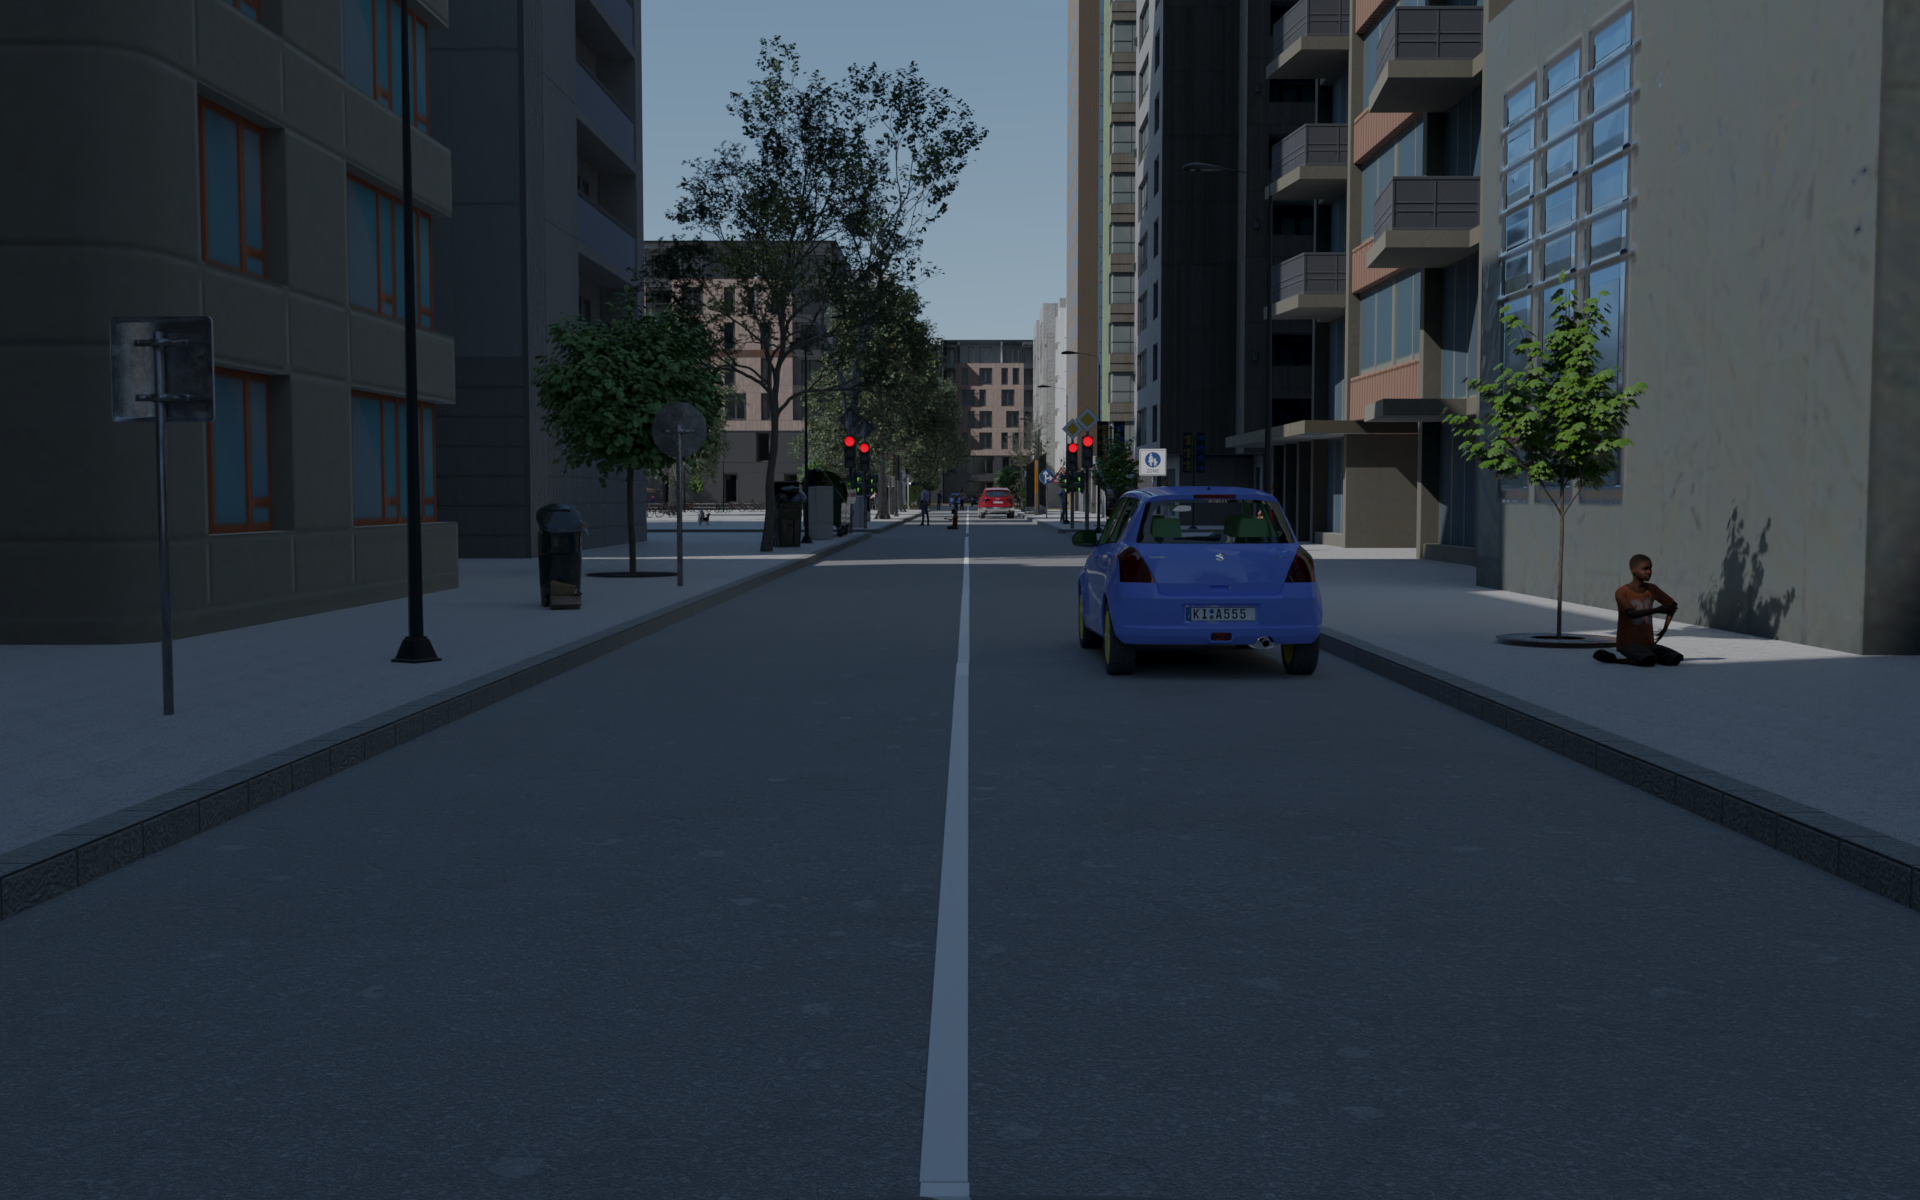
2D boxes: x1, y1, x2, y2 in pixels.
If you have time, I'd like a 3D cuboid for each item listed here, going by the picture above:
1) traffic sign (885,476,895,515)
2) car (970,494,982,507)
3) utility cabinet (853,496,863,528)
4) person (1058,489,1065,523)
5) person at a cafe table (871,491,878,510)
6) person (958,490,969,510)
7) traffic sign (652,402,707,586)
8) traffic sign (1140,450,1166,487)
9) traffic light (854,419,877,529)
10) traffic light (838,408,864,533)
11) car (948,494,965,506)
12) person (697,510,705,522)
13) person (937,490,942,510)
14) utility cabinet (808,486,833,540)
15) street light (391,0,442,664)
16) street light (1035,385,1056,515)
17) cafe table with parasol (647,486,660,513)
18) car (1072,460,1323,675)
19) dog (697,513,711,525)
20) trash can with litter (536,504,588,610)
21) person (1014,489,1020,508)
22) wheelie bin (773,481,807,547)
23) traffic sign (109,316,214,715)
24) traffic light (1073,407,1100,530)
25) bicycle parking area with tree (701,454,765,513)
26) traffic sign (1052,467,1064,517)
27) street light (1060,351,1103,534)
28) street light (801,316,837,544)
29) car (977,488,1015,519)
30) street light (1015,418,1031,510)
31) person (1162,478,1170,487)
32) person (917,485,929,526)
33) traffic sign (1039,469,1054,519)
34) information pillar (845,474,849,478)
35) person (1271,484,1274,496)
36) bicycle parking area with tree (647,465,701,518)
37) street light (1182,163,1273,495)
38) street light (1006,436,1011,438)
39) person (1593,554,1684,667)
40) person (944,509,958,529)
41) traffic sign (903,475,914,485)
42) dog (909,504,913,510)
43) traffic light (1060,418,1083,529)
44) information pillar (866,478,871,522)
[{"bbox_3d":[-4.004,-5.881,98.284,0.606,2.300,0.079,0,4,7],"label":"traffic sign"},{"bbox_3d":[2.121,-11.614,199.682,2.009,1.686,4.222,0,3,0],"label":"car"},{"bbox_3d":[-4.203,-3.393,66.639,1.020,1.237,0.306,2,4,30],"label":"utility cabinet"},{"bbox_3d":[4.573,-4.258,76.387,0.376,1.734,0.841,2,4,24],"label":"person"},{"bbox_3d":[-6.815,-7.798,136.016,1.698,1.524,1.622,-2,4,-35],"label":"person at a cafe table"},{"bbox_3d":[0.192,-8.778,152.023,1.348,1.823,0.705,2,4,33],"label":"person"},{"bbox_3d":[-3.897,-1.464,24.041,0.768,2.556,0.104,0,4,3],"label":"traffic sign"},{"bbox_3d":[4.377,-2.277,39.355,0.606,2.300,0.079,0,4,8],"label":"traffic sign"},{"bbox_3d":[-3.509,-4.609,64.279,0.839,4.253,0.868,0,4,0],"label":"traffic light"},{"bbox_3d":[-3.548,-4.121,56.294,0.839,4.253,0.868,0,4,0],"label":"traffic light"},{"bbox_3d":[-0.427,-11.883,203.873,1.945,1.707,3.694,0,4,-2],"label":"car"},{"bbox_3d":[-11.849,-3.849,79.444,0.357,0.543,0.381,-3,4,-39],"label":"person"},{"bbox_3d":[-1.778,-8.833,153.368,0.683,1.767,0.568,3,5,39],"label":"person"},{"bbox_3d":[-3.940,-2.445,48.659,0.318,1.500,1.173,1,4,19],"label":"utility cabinet"},{"bbox_3d":[-3.626,-2.480,13.091,1.470,5.913,1.316,0,4,0],"label":"street light"},{"bbox_3d":[4.009,-6.197,73.866,1.470,5.913,1.316,0,4,0],"label":"street light"},{"bbox_3d":[-24.398,-7.903,134.081,2.610,1.966,2.610,-2,4,-28],"label":"cafe table with parasol"},{"bbox_3d":[1.968,-0.333,15.033,1.945,1.707,3.694,0,4,-1],"label":"car"},{"bbox_3d":[-10.475,-3.307,70.906,0.406,0.507,0.540,1,4,9],"label":"dog"},{"bbox_3d":[-4.445,-0.502,19.596,0.624,1.170,1.055,-1,4,-21],"label":"trash can with litter"},{"bbox_3d":[5.569,-9.644,164.436,1.217,1.736,0.721,-1,4,-12],"label":"person"},{"bbox_3d":[-4.161,-2.083,41.965,0.980,1.594,0.693,-2,4,-24],"label":"wheelie bin"},{"bbox_3d":[-4.600,-0.482,10.008,0.606,2.300,0.079,0,4,4],"label":"traffic sign"},{"bbox_3d":[4.113,-4.119,56.272,0.839,4.253,0.868,0,4,0],"label":"traffic light"},{"bbox_3d":[-17.940,-8.276,122.319,9.016,4.147,8.231,3,4,36],"label":"bicycle parking area with tree"},{"bbox_3d":[4.832,-5.066,82.830,0.884,2.594,0.081,0,4,6],"label":"traffic sign"},{"bbox_3d":[3.974,-5.120,56.260,1.470,5.913,1.316,0,4,0],"label":"street light"},{"bbox_3d":[-3.449,-4.425,44.888,1.470,5.913,1.316,0,4,0],"label":"street light"},{"bbox_3d":[2.138,-5.731,102.373,2.281,1.827,5.304,0,4,-1],"label":"car"},{"bbox_3d":[4.259,-8.142,105.663,1.470,5.913,1.316,0,4,0],"label":"street light"},{"bbox_3d":[6.606,-3.027,55.686,0.875,1.805,0.789,0,4,-8],"label":"person"},{"bbox_3d":[-1.701,-4.264,78.077,0.599,1.838,0.709,2,4,35],"label":"person"},{"bbox_3d":[4.478,-5.460,89.382,0.768,2.556,0.104,0,4,2],"label":"traffic sign"},{"bbox_3d":[-4.201,-3.622,63.719,0.304,2.012,0.304,3,5,41],"label":"information pillar"},{"bbox_3d":[6.892,-1.855,38.833,0.387,1.526,0.523,2,4,28],"label":"person"},{"bbox_3d":[-20.337,-6.555,94.184,9.016,4.147,8.231,-3,5,-43],"label":"bicycle parking area with tree"},{"bbox_3d":[3.819,-3.176,24.463,1.470,5.913,1.316,0,4,0],"label":"street light"},{"bbox_3d":[4.342,-10.169,138.809,1.470,5.913,1.316,0,4,0],"label":"street light"},{"bbox_3d":[5.195,0.082,12.996,0.859,0.850,0.655,-1,4,-16],"label":"person"},{"bbox_3d":[-0.347,-3.280,70.408,0.655,0.850,0.859,1,4,9],"label":"person"},{"bbox_3d":[-3.404,-6.951,113.384,0.795,2.593,0.064,0,4,4],"label":"traffic sign"},{"bbox_3d":[-3.926,-7.349,136.988,0.406,0.507,0.540,0,4,5],"label":"dog"},{"bbox_3d":[4.152,-4.608,64.257,0.839,4.253,0.868,0,4,0],"label":"traffic light"},{"bbox_3d":[-4.331,-4.680,81.005,0.304,2.012,0.304,0,4,-1],"label":"information pillar"}]
